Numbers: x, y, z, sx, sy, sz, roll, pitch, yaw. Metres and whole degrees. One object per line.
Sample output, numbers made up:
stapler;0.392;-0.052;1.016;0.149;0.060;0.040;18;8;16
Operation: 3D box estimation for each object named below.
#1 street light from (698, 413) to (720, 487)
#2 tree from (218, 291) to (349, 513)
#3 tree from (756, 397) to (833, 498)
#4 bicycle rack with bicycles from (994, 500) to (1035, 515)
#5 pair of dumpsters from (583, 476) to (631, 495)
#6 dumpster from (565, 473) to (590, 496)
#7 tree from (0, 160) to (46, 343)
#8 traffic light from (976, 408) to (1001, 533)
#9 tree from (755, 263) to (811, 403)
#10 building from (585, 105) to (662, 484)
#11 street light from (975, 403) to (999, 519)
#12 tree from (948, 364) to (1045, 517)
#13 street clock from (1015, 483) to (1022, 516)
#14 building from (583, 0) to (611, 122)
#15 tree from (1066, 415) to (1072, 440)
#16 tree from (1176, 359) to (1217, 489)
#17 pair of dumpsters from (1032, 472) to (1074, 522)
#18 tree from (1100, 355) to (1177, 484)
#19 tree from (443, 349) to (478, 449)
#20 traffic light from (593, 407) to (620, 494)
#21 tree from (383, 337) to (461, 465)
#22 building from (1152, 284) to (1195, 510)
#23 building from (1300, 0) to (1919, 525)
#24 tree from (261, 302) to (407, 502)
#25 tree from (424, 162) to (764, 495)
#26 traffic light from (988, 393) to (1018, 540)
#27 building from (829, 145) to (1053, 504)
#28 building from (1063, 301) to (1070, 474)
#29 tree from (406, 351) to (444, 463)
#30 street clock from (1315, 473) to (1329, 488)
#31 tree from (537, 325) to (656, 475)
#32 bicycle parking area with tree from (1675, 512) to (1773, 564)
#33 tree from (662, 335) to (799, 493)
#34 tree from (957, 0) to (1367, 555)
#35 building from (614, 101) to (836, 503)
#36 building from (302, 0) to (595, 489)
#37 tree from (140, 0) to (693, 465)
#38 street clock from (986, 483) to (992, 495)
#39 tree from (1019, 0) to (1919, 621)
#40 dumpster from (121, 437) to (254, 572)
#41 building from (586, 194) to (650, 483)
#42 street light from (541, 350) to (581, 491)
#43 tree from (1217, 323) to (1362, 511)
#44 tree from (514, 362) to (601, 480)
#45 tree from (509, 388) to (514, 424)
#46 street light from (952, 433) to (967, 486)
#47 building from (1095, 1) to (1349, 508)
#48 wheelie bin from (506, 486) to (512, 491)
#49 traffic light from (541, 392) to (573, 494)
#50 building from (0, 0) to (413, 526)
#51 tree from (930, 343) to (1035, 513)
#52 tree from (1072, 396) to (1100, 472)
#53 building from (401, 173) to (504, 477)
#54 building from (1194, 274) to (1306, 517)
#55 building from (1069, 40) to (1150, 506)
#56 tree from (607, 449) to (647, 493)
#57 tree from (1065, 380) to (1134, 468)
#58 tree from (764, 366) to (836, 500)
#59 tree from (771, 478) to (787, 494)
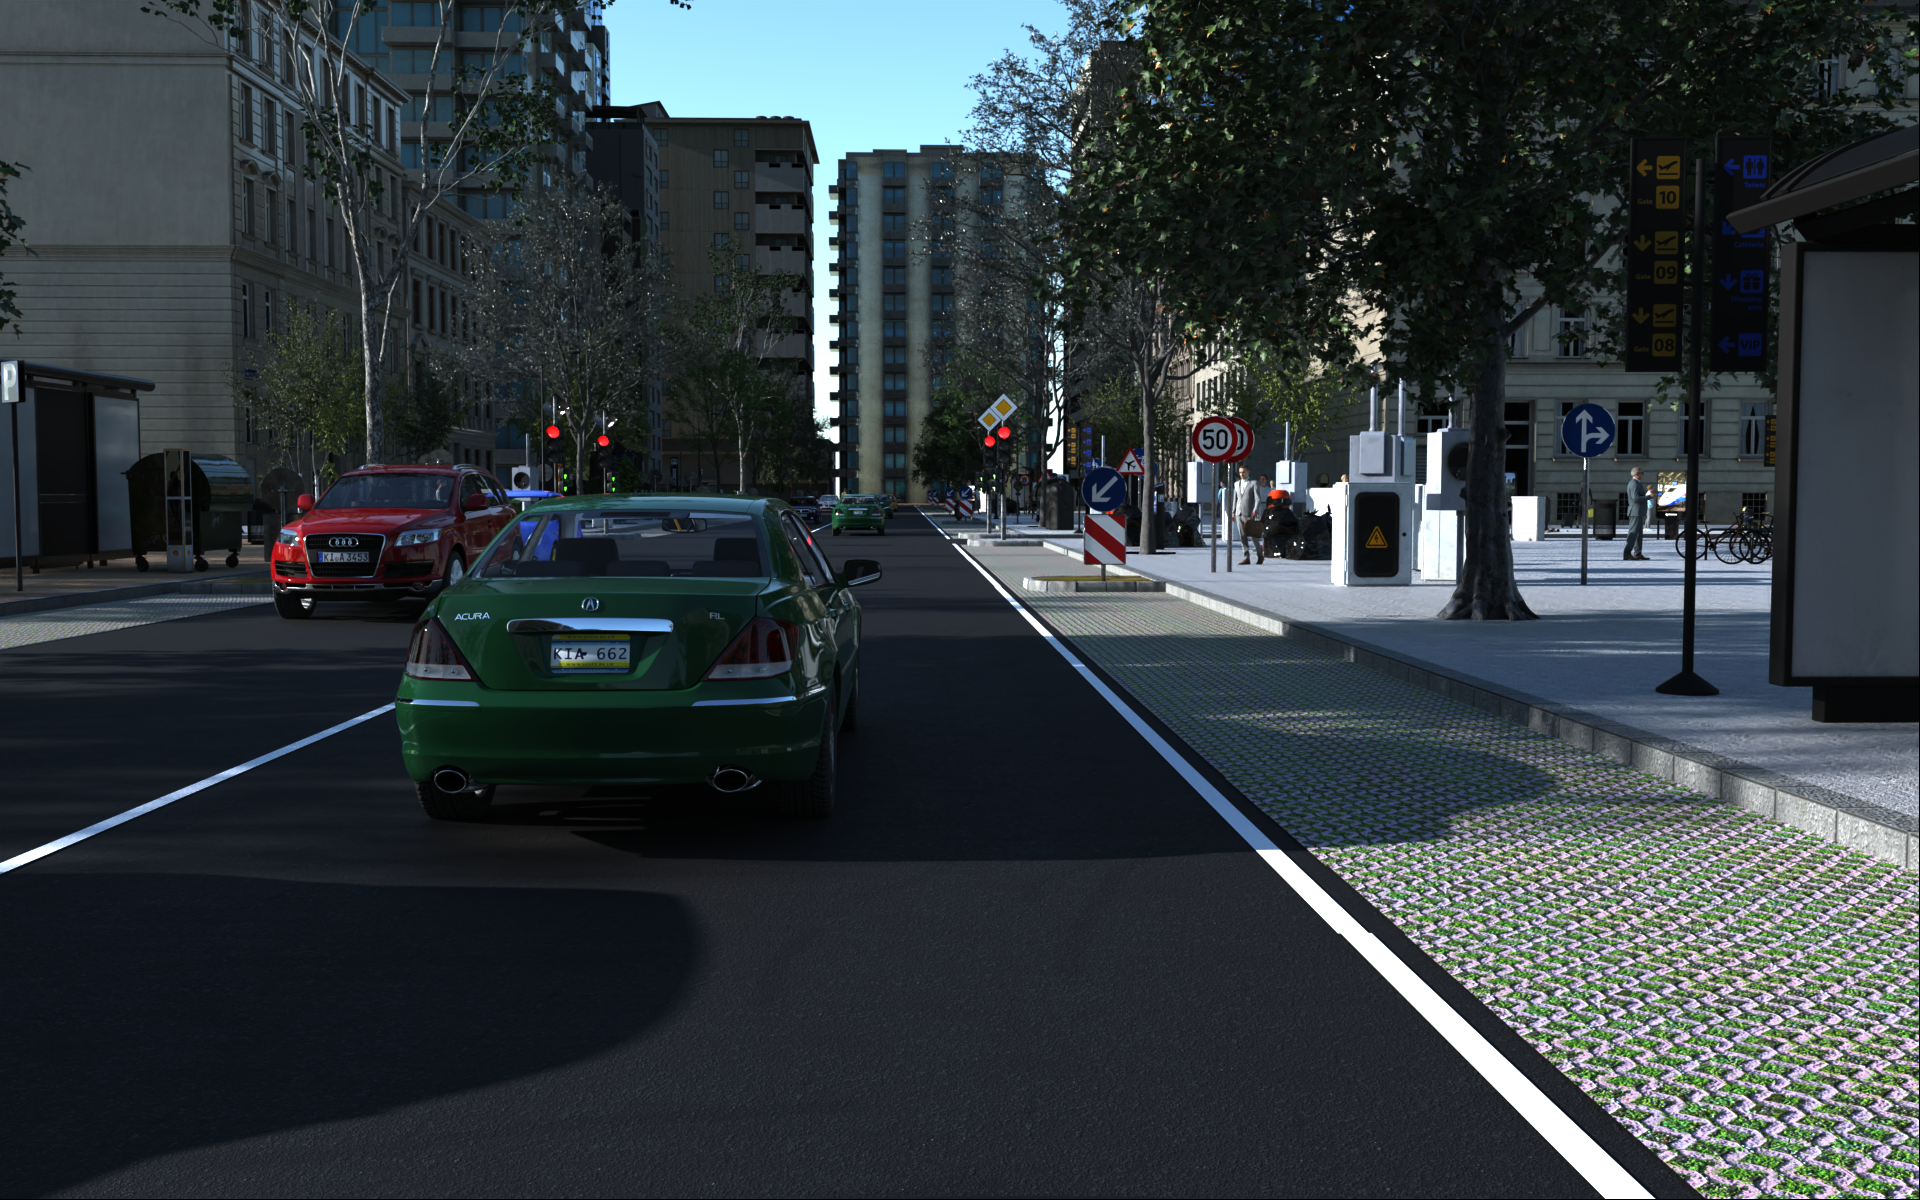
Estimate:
street light;-14.376;-7.737;99.034;1.470;5.913;1.316;0;4;-2
tree;-24.035;-6.850;62.358;4.360;8.622;3.978;0;3;0
tree;-19.177;-17.249;199.027;9.611;12.733;9.660;0;3;0
bicycle rack with bicycles;3.362;-5.592;104.815;2.852;0.926;2.925;0;4;-7
pair of dumpsters;-15.996;-4.644;78.416;1.574;2.255;4.437;0;4;-2
dumpster;-17.927;-4.816;81.240;1.502;2.255;1.985;0;4;-2
tree;-12.049;-5.870;12.990;9.611;12.733;9.660;0;3;0
traffic light;0.933;-4.122;56.321;0.839;4.253;0.868;0;4;-2
tree;-17.300;-16.656;128.214;12.611;20.169;13.585;0;3;0
building;-39.466;-30.659;184.875;14.086;41.232;14.154;0;4;-2
street light;1.312;-7.095;88.552;1.470;5.913;1.316;0;4;-2
tree;2.350;-9.014;97.747;4.360;8.622;3.978;0;3;0
street clock;3.444;-6.015;102.913;0.471;2.002;0.358;0;4;-8
building;-60.859;-56.520;236.774;31.000;86.520;22.319;0;4;-2
tree;9.816;-10.679;124.961;4.737;8.622;4.395;0;3;0
tree;12.504;-7.804;77.962;4.737;8.622;4.395;0;3;0
pair of dumpsters;4.189;-4.594;77.604;1.574;2.255;4.437;0;4;-2
tree;10.232;-8.484;89.081;4.737;8.622;4.395;0;3;0
tree;-26.484;-8.365;87.132;4.737;8.622;4.395;0;3;0
traffic light;-11.421;-4.096;55.898;0.839;4.253;0.868;0;4;-2
tree;-25.310;-8.018;81.463;4.360;8.622;3.978;0;3;0
building;19.668;-17.893;121.427;11.050;23.489;19.941;0;4;-2
building;31.447;-14.995;78.458;30.059;22.955;16.112;0;4;-2
tree;-24.897;-7.168;67.561;4.737;8.622;4.395;0;3;0
tree;-14.132;-9.405;64.135;12.009;13.543;11.850;0;3;0
traffic light;1.197;-3.634;48.341;0.839;4.253;0.868;0;4;-2
building;-2.682;-37.960;240.259;30.456;49.044;23.786;0;4;-2
building;27.111;-35.828;240.406;28.867;44.769;22.147;0;4;-2
tree;-25.261;-7.529;73.466;4.737;8.622;4.395;0;3;0
street clock;12.653;-3.424;60.555;0.471;2.002;0.358;-3;4;-37
tree;-24.242;-12.082;115.666;7.486;12.596;7.792;0;3;0
bicycle parking area with tree;17.836;-2.638;30.137;9.016;4.147;8.231;1;4;11
tree;-16.094;-11.537;114.383;9.928;11.665;9.643;0;3;0
tree;4.033;-7.710;36.436;12.009;13.543;11.850;0;3;0
building;-31.702;-39.865;241.032;27.495;52.752;28.713;0;4;-2
building;-43.184;-32.109;144.591;23.786;49.044;30.456;0;4;-2
tree;-12.000;-11.133;37.913;12.611;20.169;13.585;0;3;0
street clock;1.818;-6.431;109.712;0.358;2.002;0.471;2;4;35
tree;5.353;-6.153;17.607;9.611;12.733;9.660;0;3;0
dumpster;-13.038;-1.637;29.257;1.502;2.255;1.985;0;4;-2
building;-38.364;-24.270;168.523;14.160;30.474;14.107;0;4;-2
street light;-12.948;-5.109;56.075;1.470;5.913;1.316;0;4;-2
tree;12.431;-6.929;63.656;4.737;8.622;4.395;0;3;0
tree;-22.120;-8.887;95.671;4.737;8.622;4.395;0;3;0
tree;-24.655;-9.295;102.331;4.737;8.622;4.395;0;3;0
street light;-0.074;-9.717;131.407;1.470;5.913;1.316;0;4;-2
building;25.164;-51.559;155.658;22.319;86.520;31.000;0;4;-2
wheelie bin;-17.899;-3.716;68.669;0.693;1.594;0.980;-1;4;-8
traffic light;-11.157;-3.608;47.918;0.839;4.253;0.868;0;4;-2
building;-35.044;-17.331;80.631;12.463;27.353;25.104;0;4;-2
tree;1.862;-11.761;118.052;9.928;11.665;9.643;0;3;0
tree;9.504;-9.163;100.179;4.737;8.622;4.395;0;3;0
building;-35.347;-16.374;103.864;11.583;22.565;21.152;0;4;-2
building;20.448;-15.139;102.279;10.420;20.320;16.860;0;4;-2
building;23.270;-34.209;183.020;21.300;48.544;21.600;0;4;-2
tree;-14.274;-4.888;74.521;1.663;3.219;1.824;0;3;0
tree;8.572;-9.539;106.332;4.360;8.622;3.978;0;3;0
tree;-16.992;-15.535;164.367;12.009;13.543;11.850;0;3;0
tree;-17.963;-10.845;171.914;1.663;3.219;1.824;0;3;0
